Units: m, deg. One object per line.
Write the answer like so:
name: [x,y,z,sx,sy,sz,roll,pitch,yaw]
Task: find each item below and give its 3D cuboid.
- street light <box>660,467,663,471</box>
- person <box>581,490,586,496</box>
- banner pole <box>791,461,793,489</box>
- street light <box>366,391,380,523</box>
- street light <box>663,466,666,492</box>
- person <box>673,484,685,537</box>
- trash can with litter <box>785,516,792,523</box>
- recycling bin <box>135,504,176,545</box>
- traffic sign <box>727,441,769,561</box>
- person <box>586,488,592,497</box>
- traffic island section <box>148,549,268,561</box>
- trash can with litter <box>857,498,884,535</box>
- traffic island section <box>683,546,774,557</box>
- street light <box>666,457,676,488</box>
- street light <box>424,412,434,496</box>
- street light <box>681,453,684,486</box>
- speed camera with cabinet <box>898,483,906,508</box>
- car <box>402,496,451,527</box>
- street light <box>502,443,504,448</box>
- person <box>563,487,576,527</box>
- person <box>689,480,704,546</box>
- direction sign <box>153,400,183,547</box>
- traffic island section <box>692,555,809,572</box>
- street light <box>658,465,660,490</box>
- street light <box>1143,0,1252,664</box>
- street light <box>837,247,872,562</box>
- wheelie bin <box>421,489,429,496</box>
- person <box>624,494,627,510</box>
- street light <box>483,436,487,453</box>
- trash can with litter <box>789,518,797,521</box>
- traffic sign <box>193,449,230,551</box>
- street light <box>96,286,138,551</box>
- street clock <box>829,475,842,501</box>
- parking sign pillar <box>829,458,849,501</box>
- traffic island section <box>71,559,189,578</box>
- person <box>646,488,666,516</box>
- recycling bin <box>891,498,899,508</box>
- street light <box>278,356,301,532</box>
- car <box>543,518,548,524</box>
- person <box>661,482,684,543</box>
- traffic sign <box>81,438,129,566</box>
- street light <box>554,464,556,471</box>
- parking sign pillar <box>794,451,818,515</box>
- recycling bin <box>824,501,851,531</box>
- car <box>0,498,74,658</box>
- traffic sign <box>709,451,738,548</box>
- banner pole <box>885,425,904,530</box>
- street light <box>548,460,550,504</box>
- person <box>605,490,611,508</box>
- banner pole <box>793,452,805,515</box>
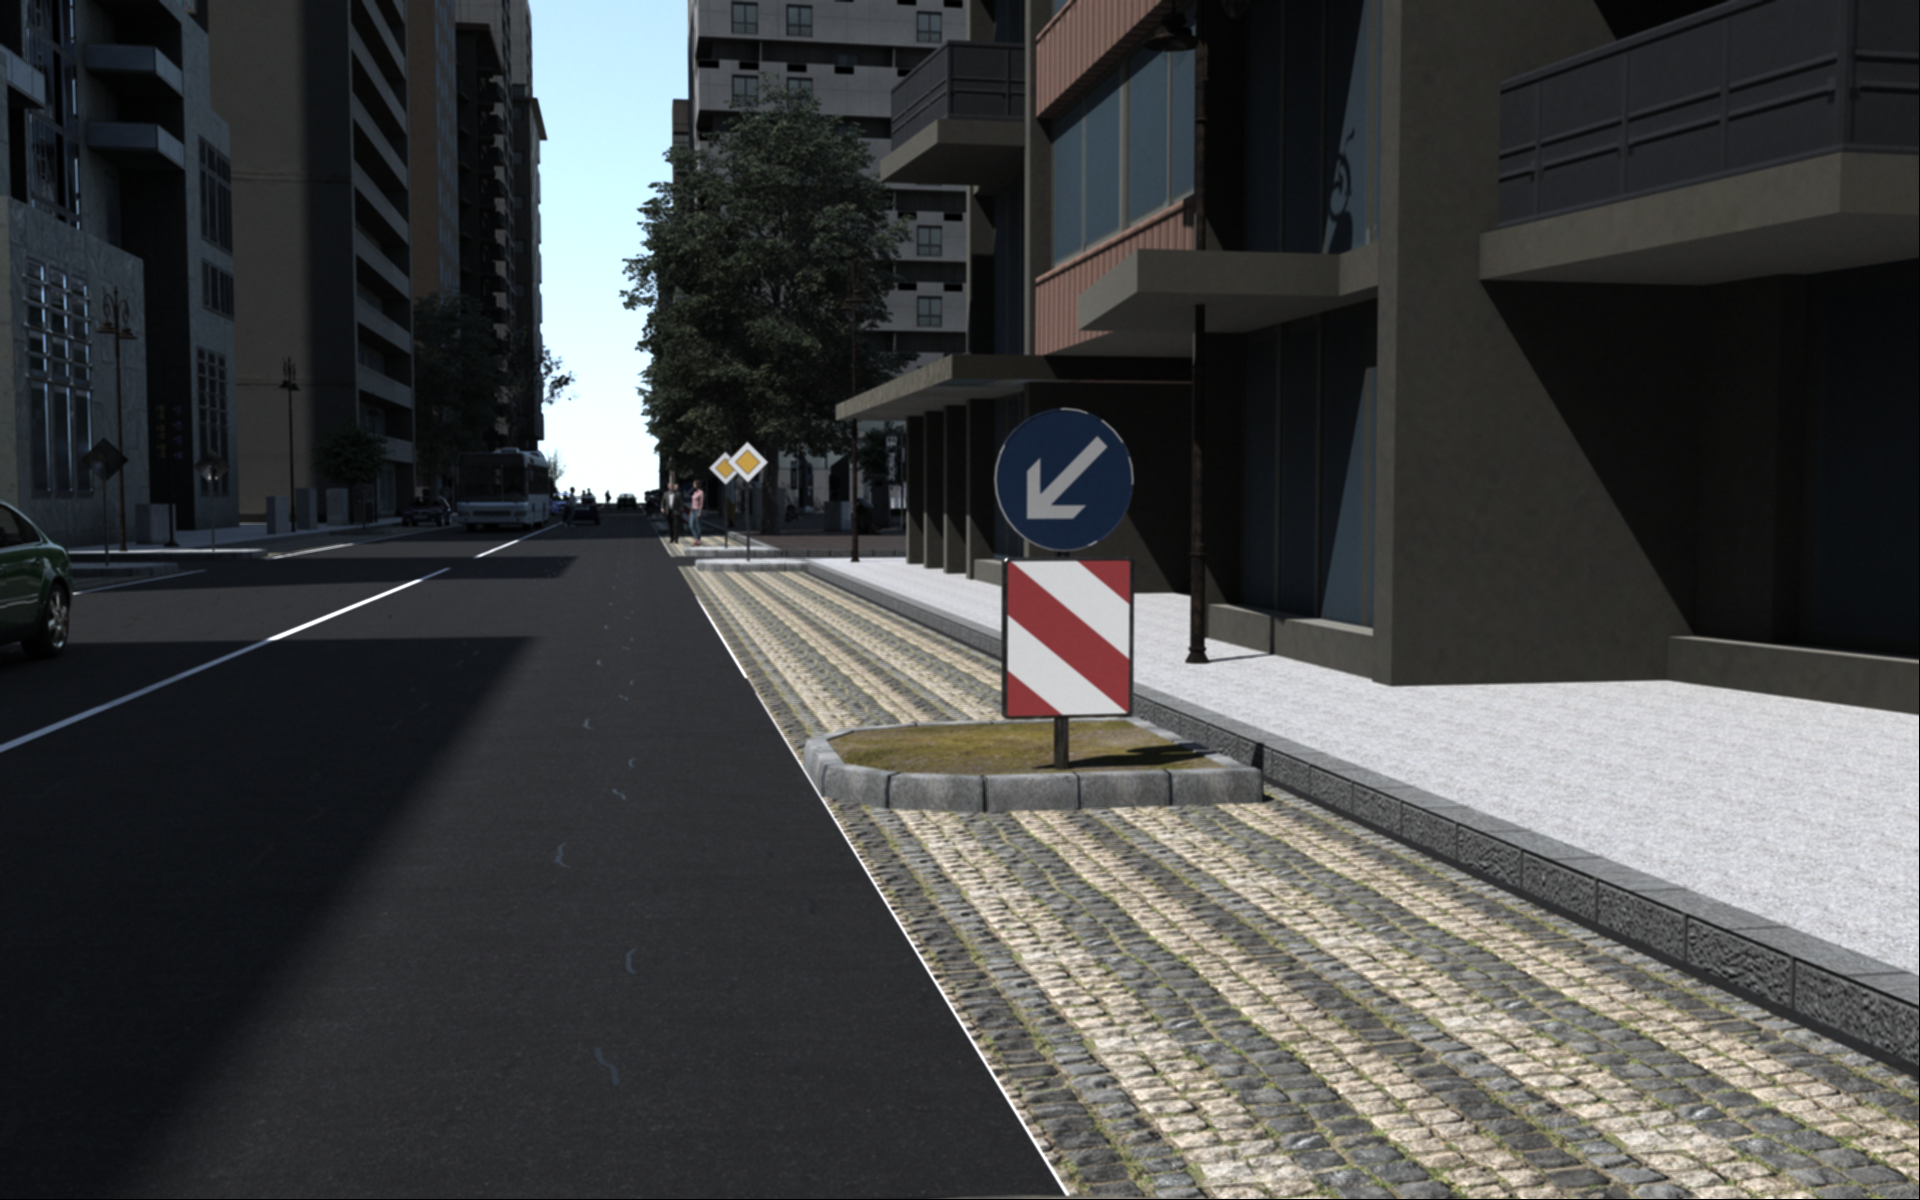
street light: [-39.542,-15.824,231.511,0.468,5.910,1.993,-1,4,-11]
person: [-28.216,-7.364,129.582,0.721,1.739,1.217,2,4,31]
banner pole: [-10.944,-7.683,115.638,0.863,3.779,0.401,-2,4,-31]
street light: [-26.329,-6.428,77.891,0.468,5.910,1.993,-1,4,-11]
street light: [-35.672,-14.587,211.287,0.468,5.910,1.993,-1,4,-11]
person: [-9.375,-2.961,57.330,0.576,1.772,0.534,1,4,10]
trash can with litter: [-8.109,-4.068,77.893,1.055,1.170,0.624,-3,5,-41]
recycling bin: [-20.647,-1.951,44.456,0.722,1.027,0.722,2,4,34]
traffic sign: [-4.040,-1.794,32.982,0.795,2.450,0.064,-1,4,-11]
person: [-24.312,-6.432,113.694,0.654,1.822,0.581,3,4,37]
traffic island section: [-16.745,-1.010,38.799,2.009,0.180,2.903,-1,4,-11]
trash can with litter: [-2.842,-2.658,54.845,1.055,1.170,0.624,3,5,44]
traffic island section: [-5.501,-1.139,40.911,2.009,0.180,2.903,-1,4,-11]
street light: [-31.621,-13.279,189.901,0.468,5.910,1.993,-1,4,-11]
street light: [-29.989,-7.655,97.953,0.468,5.910,1.993,-1,4,-11]
street light: [-24.174,-10.866,150.443,0.468,5.910,1.993,-1,4,-11]
speed camera with cabinet: [-3.477,-6.844,106.236,0.660,3.252,2.038,0,4,-1]
car: [-23.755,-3.949,77.148,1.945,1.354,3.894,-1,4,-9]
street light: [-40.582,-11.085,154.028,0.468,5.910,1.993,-1,4,-11]
person: [-16.782,-3.995,74.482,0.598,1.740,0.731,-2,4,-27]
person: [-7.267,-2.397,47.696,0.555,1.821,0.388,3,5,39]
direction sign: [-19.218,-3.066,42.119,0.379,3.537,0.876,1,4,19]
traffic island section: [-4.019,-0.660,33.064,2.009,0.180,2.903,-1,4,-11]
street light: [-43.264,-17.040,251.393,0.468,5.910,1.993,-1,4,-11]
street light: [1.806,-2.460,13.006,0.468,5.910,1.993,-1,4,-11]
street light: [-1.986,-3.660,32.634,0.468,5.910,1.993,-1,4,-11]
wheelie bin: [-33.906,-6.271,110.431,0.980,1.594,0.693,-1,4,-14]
person: [-29.865,-8.725,154.419,0.557,1.426,1.065,-1,4,-16]
street light: [-36.878,-9.884,134.383,0.468,5.910,1.993,-1,4,-11]
trash can with litter: [-8.735,-4.481,84.318,1.678,1.210,2.233,-2,4,-35]
traffic sign: [-16.723,-2.147,38.742,0.795,2.450,0.064,-1,4,-11]
street light: [-18.749,-4.027,38.634,0.468,5.910,1.993,-1,4,-11]
street clock: [-4.783,-3.784,66.443,0.471,2.002,0.358,0,4,3]
parking sign pillar: [-7.927,-7.656,113.649,1.447,3.967,1.447,-2,4,-29]
traffic island section: [-15.263,-0.530,30.952,2.009,0.180,2.903,-1,4,-11]
person: [-19.366,-6.249,110.885,1.509,1.804,0.699,3,5,39]
recycling bin: [-4.352,-6.024,111.048,0.722,1.027,0.722,2,4,24]
street light: [-22.499,-5.228,58.270,0.468,5.910,1.993,-1,4,-11]
car: [-21.161,-4.424,84.699,2.083,1.381,4.827,-1,4,-12]
person: [-8.336,-2.525,50.183,0.661,1.777,0.834,-1,4,-9]
traffic sign: [-15.241,-1.667,30.895,0.795,2.450,0.064,-1,4,-11]
street light: [-59.784,-17.301,255.651,0.468,5.910,1.993,-1,4,-11]
parking sign pillar: [-9.474,-7.226,106.615,1.447,3.967,1.447,1,4,18]
recycling bin: [-4.242,-2.903,60.020,0.722,1.027,0.722,2,4,27]
car: [-8.537,-0.300,13.698,1.959,1.807,4.718,-1,4,-11]
traffic sign: [-5.523,-2.274,40.829,0.795,2.450,0.064,-1,4,-11]
banner pole: [-2.316,-4.437,62.568,0.863,3.779,0.401,-1,4,-22]
street light: [-55.823,-16.048,235.169,0.468,5.910,1.993,-1,4,-11]
person: [-35.381,-10.149,174.306,0.599,1.838,0.709,2,4,34]
banner pole: [-9.489,-6.970,103.975,0.401,3.779,0.863,-3,4,-38]
